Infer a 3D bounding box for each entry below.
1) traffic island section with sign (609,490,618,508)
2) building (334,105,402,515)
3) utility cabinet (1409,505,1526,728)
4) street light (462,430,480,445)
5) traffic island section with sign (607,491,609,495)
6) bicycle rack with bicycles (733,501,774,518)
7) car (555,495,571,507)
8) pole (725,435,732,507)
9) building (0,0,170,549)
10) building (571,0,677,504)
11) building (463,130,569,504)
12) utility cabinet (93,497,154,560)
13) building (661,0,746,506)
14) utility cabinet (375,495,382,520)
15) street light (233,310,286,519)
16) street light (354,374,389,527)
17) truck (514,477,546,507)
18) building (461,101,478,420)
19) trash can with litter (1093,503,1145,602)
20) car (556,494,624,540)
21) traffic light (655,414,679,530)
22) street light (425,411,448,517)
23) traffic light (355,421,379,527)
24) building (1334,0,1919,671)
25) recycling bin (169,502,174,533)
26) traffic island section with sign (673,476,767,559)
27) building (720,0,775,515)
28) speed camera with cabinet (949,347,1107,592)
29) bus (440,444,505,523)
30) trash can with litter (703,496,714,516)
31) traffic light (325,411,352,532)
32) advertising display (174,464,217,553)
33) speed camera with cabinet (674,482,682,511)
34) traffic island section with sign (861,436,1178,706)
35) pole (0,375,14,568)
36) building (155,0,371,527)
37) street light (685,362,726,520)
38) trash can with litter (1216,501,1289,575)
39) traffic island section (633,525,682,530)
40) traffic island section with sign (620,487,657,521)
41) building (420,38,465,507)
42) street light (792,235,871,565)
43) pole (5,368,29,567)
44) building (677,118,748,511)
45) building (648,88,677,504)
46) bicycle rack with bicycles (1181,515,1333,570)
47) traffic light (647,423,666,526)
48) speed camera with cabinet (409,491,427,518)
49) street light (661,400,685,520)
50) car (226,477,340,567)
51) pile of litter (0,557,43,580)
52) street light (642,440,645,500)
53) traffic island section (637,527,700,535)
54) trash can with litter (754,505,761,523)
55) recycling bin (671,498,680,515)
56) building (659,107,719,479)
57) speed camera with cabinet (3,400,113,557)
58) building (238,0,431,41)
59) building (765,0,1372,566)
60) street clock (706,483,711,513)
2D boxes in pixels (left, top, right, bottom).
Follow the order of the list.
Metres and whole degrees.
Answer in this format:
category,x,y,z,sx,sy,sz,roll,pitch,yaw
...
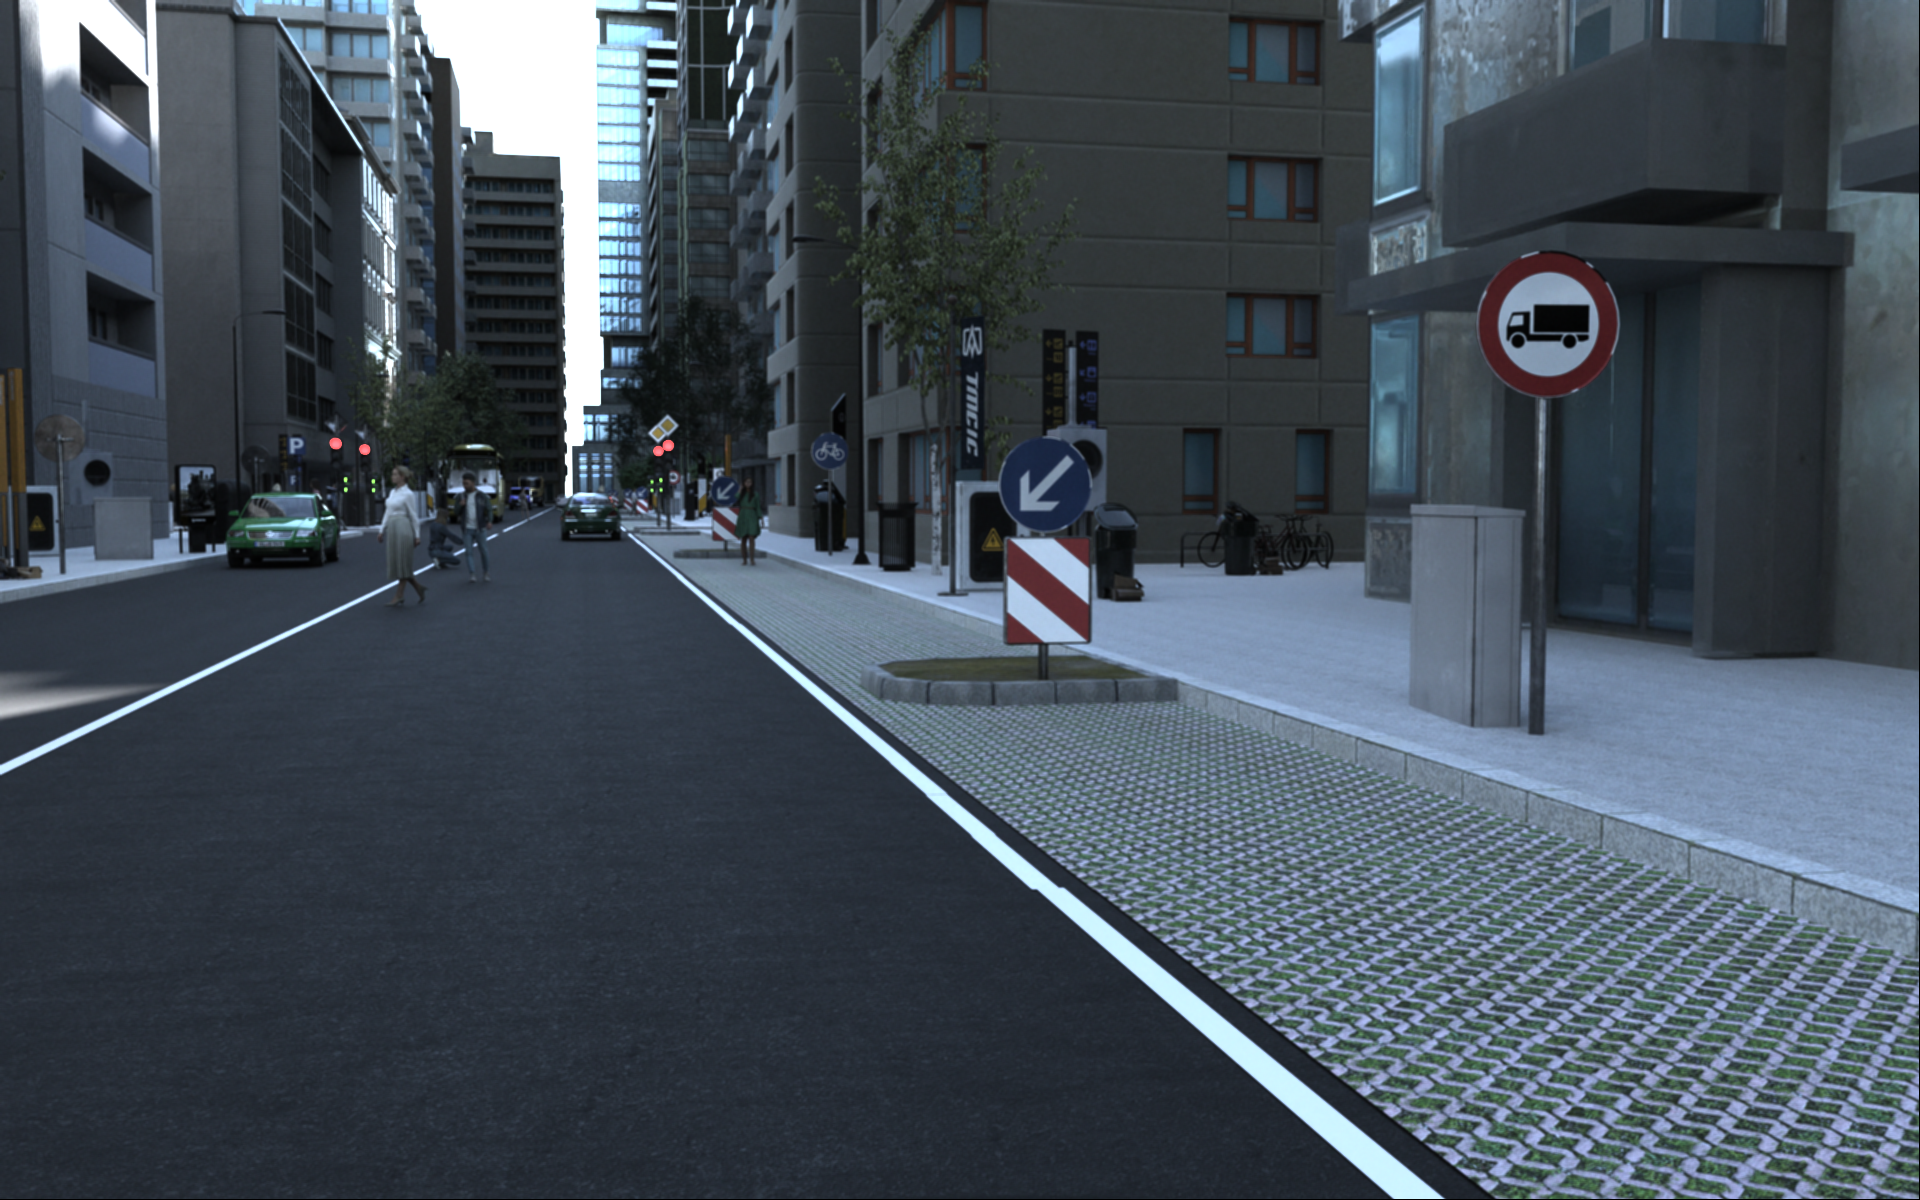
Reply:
category,x,y,z,sx,sy,sz,roll,pitch,yaw
traffic island section with sign,-23.036,-6.791,119.657,1.989,1.847,2.006,-1,4,-12
building,-42.451,-19.012,108.110,12.463,27.353,25.104,-1,4,-12
utility cabinet,2.913,0.072,9.992,0.306,1.237,1.020,0,4,-5
street light,-35.454,-9.349,125.399,1.470,5.913,1.316,-1,4,-12
traffic island section with sign,-33.668,-9.768,168.331,1.989,1.847,2.006,-1,4,-12
bicycle rack with bicycles,-10.865,-4.530,87.450,2.925,0.926,2.852,3,4,36
car,-40.336,-10.060,176.848,2.083,1.381,4.827,-1,4,-14
pole,-7.953,-4.013,59.462,0.158,3.312,0.155,0,3,0
building,-35.803,-30.547,41.445,28.212,58.520,21.231,-1,4,-12
building,-37.938,-56.579,237.729,31.000,86.520,22.319,-1,4,-12
building,-64.199,-37.304,233.619,21.600,48.544,21.300,-1,4,-12
utility cabinet,-16.345,-1.388,33.858,1.020,1.237,0.306,-1,4,-21
building,-18.981,-44.731,169.603,20.563,71.187,20.611,-1,4,-12
utility cabinet,-28.464,-4.557,85.675,1.020,1.237,0.306,-2,4,-34
street light,-17.658,-4.350,43.662,1.470,5.913,1.316,-1,4,-12
street light,-22.735,-5.772,66.921,1.470,5.913,1.316,-1,4,-12
truck,-48.046,-12.125,194.160,3.469,3.379,9.791,-1,4,-12
building,-70.343,-35.174,194.709,30.456,49.044,23.786,-1,4,-12
trash can with litter,2.003,-0.592,21.070,0.624,1.170,1.055,-1,4,-12
car,-11.748,-2.648,55.086,2.131,1.459,4.920,-1,4,-12
traffic light,-10.294,-4.408,60.985,0.839,4.253,0.868,-1,4,-12
street light,-29.156,-7.573,96.367,1.470,5.913,1.316,-1,4,-12
traffic light,-22.753,-4.741,66.432,0.839,4.253,0.868,-1,4,-12
building,17.036,-23.849,9.536,23.786,49.044,30.456,-1,4,-12
recycling bin,-26.320,-2.707,56.806,0.722,1.027,0.722,0,4,3
traffic island section with sign,-5.454,-1.864,39.099,1.989,1.847,2.006,-1,4,-12
building,-2.695,-29.928,108.924,23.786,49.044,30.456,-1,4,-12
speed camera with cabinet,0.905,-1.758,23.085,2.038,3.252,0.660,-1,4,-15
bus,-24.791,-5.950,88.837,2.896,3.916,12.252,-1,4,-13
trash can with litter,-14.358,-5.435,99.920,1.678,1.210,2.233,-2,4,-29
traffic light,-21.050,-4.264,58.630,0.839,4.253,0.868,-1,4,-12
advertising display,-16.664,-1.993,37.793,0.123,1.923,0.974,2,4,27
speed camera with cabinet,-21.389,-8.381,131.363,0.660,3.252,2.038,0,4,-7
traffic island section with sign,0.324,-0.244,12.617,1.989,1.847,2.006,-1,4,-12
pole,-16.406,-2.189,29.632,0.158,3.312,0.155,0,3,0
building,-36.990,-16.033,81.203,14.314,24.678,30.058,-1,4,-12
street light,-8.851,-5.427,61.266,1.470,5.913,1.316,-1,4,-12
trash can with litter,4.651,-0.986,27.515,1.055,1.170,0.624,-1,4,-12
traffic island section,-11.956,-2.852,68.910,2.009,0.180,2.903,-1,4,-12
traffic island section with sign,-17.200,-5.157,92.947,1.989,1.847,2.006,-1,4,-12
building,-57.355,-32.021,173.656,14.600,45.320,14.200,-1,4,-12
street light,-2.329,-3.597,31.356,1.470,5.913,1.316,-1,4,-12
pole,-15.324,-2.100,28.182,0.158,3.312,0.155,0,3,0
building,-14.923,-22.389,137.766,14.160,30.474,14.107,-1,4,-12
building,-25.630,-35.595,205.680,21.300,48.544,21.600,-1,4,-12
bicycle rack with bicycles,5.296,-1.013,29.946,2.925,0.926,2.852,-2,4,-29
traffic light,-11.997,-4.885,68.787,0.839,4.253,0.868,-1,4,-12
speed camera with cabinet,-30.270,-6.140,94.723,2.038,3.252,0.660,-1,4,-9
street light,-13.868,-6.831,84.230,1.470,5.913,1.316,-1,4,-12
car,-13.810,-1.630,35.443,1.959,1.807,4.718,-1,4,-14
pile of litter,-14.700,-0.767,26.506,1.176,0.858,1.719,-2,4,-32
street light,-20.252,-8.621,113.501,1.470,5.913,1.316,-1,4,-12
traffic island section,-10.253,-2.375,61.108,2.009,0.180,2.903,-1,4,-12
trash can with litter,-8.819,-3.735,72.460,1.055,1.170,0.624,3,5,39
recycling bin,-17.900,-5.826,107.806,0.722,1.027,0.722,2,4,28
building,-25.332,-30.835,187.741,14.154,41.232,14.086,-1,4,-12
speed camera with cabinet,-18.688,-2.541,35.873,0.660,3.252,2.038,3,4,38
building,-57.875,-32.478,150.620,23.786,49.044,30.456,-1,4,-12
building,10.040,-12.373,47.344,27.650,21.520,28.899,-1,4,-12
street clock,-17.039,-6.884,117.130,0.358,2.002,0.471,3,5,45
